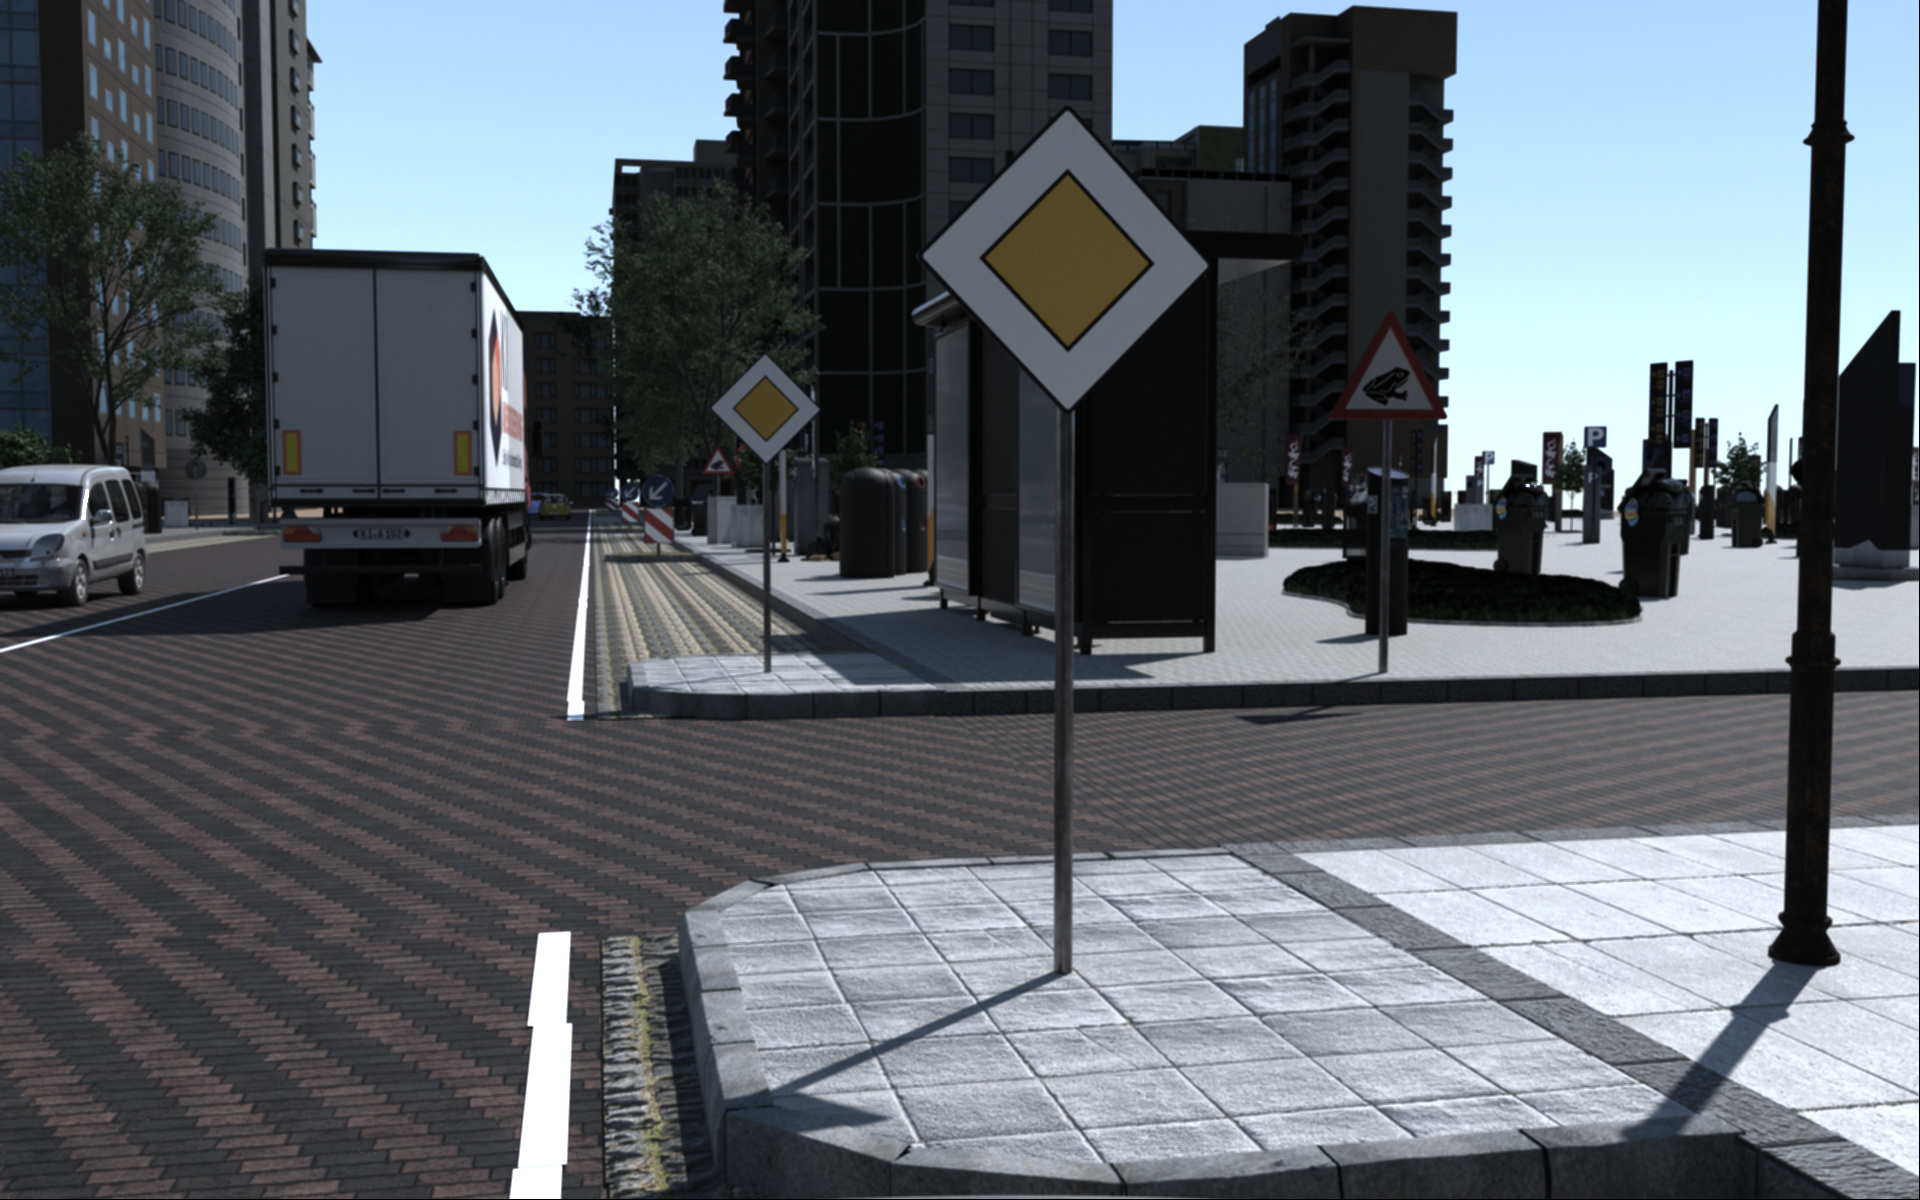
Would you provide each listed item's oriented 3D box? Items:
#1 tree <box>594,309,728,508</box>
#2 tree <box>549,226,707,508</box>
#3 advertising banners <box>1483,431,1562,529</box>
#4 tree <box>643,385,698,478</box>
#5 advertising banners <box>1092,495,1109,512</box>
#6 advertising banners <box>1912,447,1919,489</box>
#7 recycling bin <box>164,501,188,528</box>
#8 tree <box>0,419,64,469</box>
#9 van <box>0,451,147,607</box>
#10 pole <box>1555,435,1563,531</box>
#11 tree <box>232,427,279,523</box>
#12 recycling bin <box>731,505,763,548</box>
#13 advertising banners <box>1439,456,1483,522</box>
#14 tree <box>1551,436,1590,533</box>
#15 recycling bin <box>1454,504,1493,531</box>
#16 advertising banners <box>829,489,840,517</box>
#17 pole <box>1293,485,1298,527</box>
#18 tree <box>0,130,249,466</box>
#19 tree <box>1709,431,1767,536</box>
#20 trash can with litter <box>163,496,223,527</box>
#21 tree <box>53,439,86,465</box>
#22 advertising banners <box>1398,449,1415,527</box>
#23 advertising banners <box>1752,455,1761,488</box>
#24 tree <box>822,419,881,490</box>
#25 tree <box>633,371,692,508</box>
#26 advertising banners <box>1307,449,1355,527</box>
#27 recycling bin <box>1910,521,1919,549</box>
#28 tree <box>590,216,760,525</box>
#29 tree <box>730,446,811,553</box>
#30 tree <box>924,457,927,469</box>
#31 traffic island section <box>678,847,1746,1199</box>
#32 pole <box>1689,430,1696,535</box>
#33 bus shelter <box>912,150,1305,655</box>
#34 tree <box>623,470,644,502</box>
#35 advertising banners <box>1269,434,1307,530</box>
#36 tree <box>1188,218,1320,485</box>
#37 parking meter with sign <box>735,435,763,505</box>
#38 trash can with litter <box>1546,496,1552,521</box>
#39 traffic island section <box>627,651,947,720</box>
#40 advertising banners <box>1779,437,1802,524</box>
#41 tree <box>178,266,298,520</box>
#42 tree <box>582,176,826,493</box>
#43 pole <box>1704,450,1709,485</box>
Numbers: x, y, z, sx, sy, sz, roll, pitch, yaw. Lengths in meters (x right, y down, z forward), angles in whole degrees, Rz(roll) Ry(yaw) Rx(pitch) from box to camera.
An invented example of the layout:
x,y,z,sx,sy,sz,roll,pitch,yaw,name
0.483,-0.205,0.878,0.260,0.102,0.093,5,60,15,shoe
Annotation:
x,y,z,sx,sy,sz,roll,pitch,yaw,name
-13.630,-9.001,81.573,7.601,10.594,8.767,-1,4,-13,tree
-23.460,-16.477,125.288,12.611,20.169,13.585,0,3,0,tree
15.943,-3.231,49.017,2.074,3.025,0.090,2,4,32,advertising banners
-18.426,-9.716,109.218,4.360,8.622,3.978,0,3,0,tree
1.787,-1.904,27.325,0.090,3.025,2.074,3,5,41,advertising banners
35.981,-4.179,64.513,2.074,3.025,0.090,-2,4,-32,advertising banners
-29.734,-3.250,65.695,0.722,1.027,0.722,-2,4,-34,recycling bin
-41.086,-5.627,75.711,4.285,4.588,4.351,0,3,0,tree
-12.255,-0.991,23.211,2.013,2.044,4.112,-1,4,-11,van
20.534,-4.007,59.352,0.158,3.312,0.155,0,3,0,pole
-30.571,-5.724,77.299,4.285,4.588,4.351,0,3,0,tree
-5.087,-1.780,41.655,0.722,1.027,0.722,-1,4,-20,recycling bin
23.175,-5.117,79.852,2.074,3.025,0.090,1,4,9,advertising banners
20.656,-3.882,58.075,1.663,3.219,1.824,0,3,0,tree
13.379,-1.994,45.154,0.722,1.027,0.722,-1,4,-18,recycling bin
-3.702,-3.466,52.863,0.090,3.025,2.074,3,5,44,advertising banners
12.991,-4.471,66.949,0.158,3.312,0.155,0,3,0,pole
-25.281,-7.662,51.036,9.928,11.665,9.643,0,3,0,tree
23.910,-3.594,53.361,1.663,3.219,1.824,0,3,0,tree
-30.385,-3.518,68.572,2.233,1.210,1.678,-2,4,-28,trash can with litter
-31.517,-4.075,61.231,1.663,3.219,1.824,0,3,0,tree
16.995,-4.269,65.988,0.090,3.025,2.074,0,4,-3,advertising banners
36.234,-4.958,77.254,2.074,3.025,0.090,3,5,39,advertising banners
-2.897,-3.084,45.022,1.663,3.219,1.824,0,3,0,tree
-16.695,-8.954,96.763,4.737,8.622,4.395,0,3,0,tree
14.199,-4.323,66.868,2.074,3.025,0.090,0,4,4,advertising banners
22.055,-1.718,40.638,0.722,1.027,0.722,1,4,12,recycling bin
-11.287,-9.332,70.703,7.486,12.596,7.792,0,3,0,tree
-4.369,-2.679,38.408,1.663,3.219,1.824,0,3,0,tree
-0.969,-5.081,77.672,1.663,3.219,1.824,0,3,0,tree
0.295,1.077,4.667,2.009,0.180,2.903,-1,4,-12,traffic island section
23.195,-3.731,54.843,0.158,3.312,0.155,0,3,0,pole
0.854,-2.469,17.993,2.179,5.291,8.768,-1,4,-12,bus shelter
-25.953,-8.727,137.286,1.663,3.219,1.824,0,3,0,tree
8.999,-3.333,50.678,2.074,3.025,0.090,1,4,15,advertising banners
7.096,-5.862,46.211,4.360,8.622,3.978,0,3,0,tree
-5.146,-3.078,46.583,1.738,3.016,0.543,-1,4,-11,parking meter with sign
27.986,-4.311,81.870,0.624,1.170,1.055,2,4,35,trash can with litter
-1.366,0.600,12.478,2.009,0.180,2.903,-1,4,-12,traffic island section
25.739,-3.512,53.603,0.090,3.025,2.074,1,4,8,advertising banners
-33.537,-10.329,85.880,9.611,12.733,9.660,0,3,0,tree
-8.382,-8.099,58.179,9.928,11.665,9.643,0,3,0,tree
34.312,-5.247,79.634,0.158,3.312,0.155,0,3,0,pole
